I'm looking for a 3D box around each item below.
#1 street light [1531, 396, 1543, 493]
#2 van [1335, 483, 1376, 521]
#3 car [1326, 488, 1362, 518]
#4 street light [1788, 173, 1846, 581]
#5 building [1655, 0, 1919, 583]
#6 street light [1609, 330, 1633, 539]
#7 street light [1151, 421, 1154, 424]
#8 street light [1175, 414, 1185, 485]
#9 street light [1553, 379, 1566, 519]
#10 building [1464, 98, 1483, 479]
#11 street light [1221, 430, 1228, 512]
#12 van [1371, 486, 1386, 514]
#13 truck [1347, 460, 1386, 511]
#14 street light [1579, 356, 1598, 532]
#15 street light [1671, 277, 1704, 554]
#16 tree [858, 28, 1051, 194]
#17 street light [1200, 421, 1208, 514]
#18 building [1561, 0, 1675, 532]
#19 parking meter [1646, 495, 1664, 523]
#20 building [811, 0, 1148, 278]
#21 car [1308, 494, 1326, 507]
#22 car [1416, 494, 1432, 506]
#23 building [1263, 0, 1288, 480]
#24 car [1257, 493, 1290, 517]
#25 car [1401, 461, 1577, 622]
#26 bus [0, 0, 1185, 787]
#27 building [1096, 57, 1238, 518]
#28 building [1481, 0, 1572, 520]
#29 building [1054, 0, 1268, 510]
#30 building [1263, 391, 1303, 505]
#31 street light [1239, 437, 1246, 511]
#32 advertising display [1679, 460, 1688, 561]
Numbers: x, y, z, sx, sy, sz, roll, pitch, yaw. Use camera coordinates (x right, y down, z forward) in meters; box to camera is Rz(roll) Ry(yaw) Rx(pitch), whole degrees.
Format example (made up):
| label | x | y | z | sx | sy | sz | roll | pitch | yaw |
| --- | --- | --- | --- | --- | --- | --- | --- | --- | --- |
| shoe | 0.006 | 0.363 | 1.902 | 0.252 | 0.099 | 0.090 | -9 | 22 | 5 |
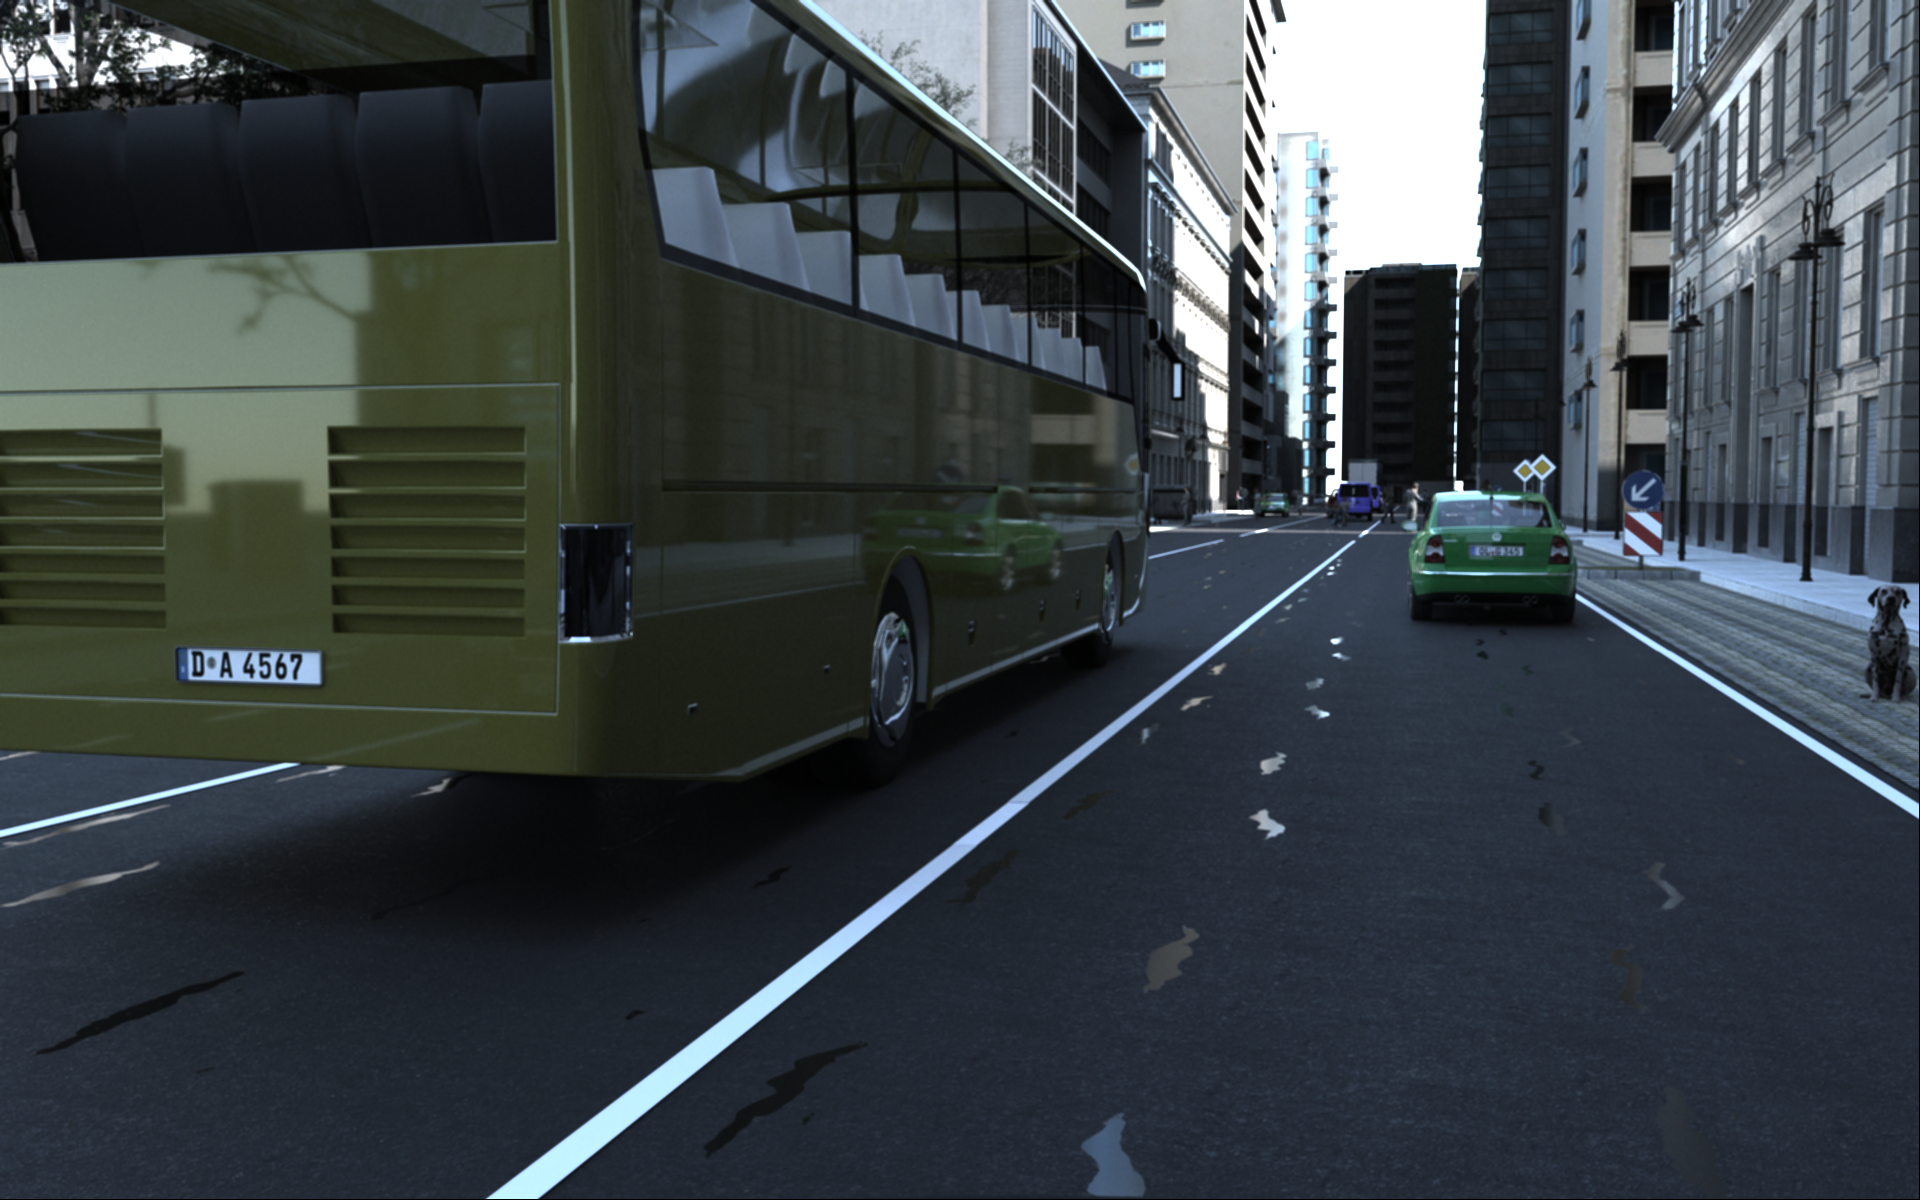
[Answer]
| label | x | y | z | sx | sy | sz | roll | pitch | yaw |
| --- | --- | --- | --- | --- | --- | --- | --- | --- | --- |
| street light | 27.220 | -6.671 | 81.858 | 0.468 | 5.910 | 1.993 | 1 | 4 | 15 |
| van | 21.362 | -5.461 | 93.665 | 2.240 | 2.365 | 5.245 | 1 | 4 | 13 |
| car | 23.217 | -5.858 | 104.456 | 2.281 | 1.827 | 5.304 | 1 | 4 | 14 |
| street light | 12.472 | -3.215 | 25.352 | 0.468 | 5.910 | 1.993 | 1 | 4 | 15 |
| building | 21.957 | -14.504 | 34.402 | 12.463 | 27.353 | 25.104 | 1 | 4 | 15 |
| street light | 18.591 | -4.651 | 48.834 | 0.468 | 5.910 | 1.993 | 1 | 4 | 15 |
| street light | 9.308 | -6.942 | 86.283 | 0.468 | 5.910 | 1.993 | 1 | 4 | 15 |
| street light | 12.483 | -7.679 | 98.336 | 0.468 | 5.910 | 1.993 | 1 | 4 | 15 |
| street light | 24.094 | -5.930 | 69.739 | 0.468 | 5.910 | 1.993 | 1 | 4 | 15 |
| building | 66.851 | -34.588 | 185.117 | 23.786 | 49.044 | 30.456 | 1 | 4 | 15 |
| street light | 18.701 | -9.144 | 122.290 | 0.468 | 5.910 | 1.993 | 1 | 4 | 15 |
| van | 30.173 | -7.540 | 127.667 | 2.240 | 2.365 | 5.245 | 1 | 4 | 16 |
| truck | 34.443 | -9.652 | 146.722 | 2.839 | 4.237 | 11.283 | 1 | 4 | 16 |
| street light | 20.957 | -5.205 | 57.886 | 0.468 | 5.910 | 1.993 | 1 | 4 | 15 |
| street light | 15.531 | -3.933 | 37.093 | 0.468 | 5.910 | 1.993 | 1 | 4 | 15 |
| tree | -1.648 | -8.288 | 45.878 | 12.009 | 13.543 | 11.850 | 0 | 3 | 0 |
| street light | 15.481 | -8.405 | 110.202 | 0.468 | 5.910 | 1.993 | 1 | 4 | 15 |
| building | 34.740 | -27.033 | 65.698 | 21.600 | 48.544 | 21.300 | 1 | 4 | 15 |
| parking meter | 15.843 | -1.901 | 39.487 | 0.372 | 1.533 | 0.369 | 0 | 3 | 0 |
| building | -0.807 | -15.850 | 78.213 | 14.314 | 24.678 | 30.058 | 1 | 4 | 15 |
| car | 41.040 | -11.437 | 198.989 | 2.014 | 1.417 | 4.499 | 1 | 4 | 16 |
| car | 47.880 | -10.219 | 178.874 | 2.131 | 1.459 | 4.920 | 1 | 4 | 17 |
| building | 16.867 | -35.638 | 171.917 | 28.713 | 52.752 | 27.495 | 1 | 4 | 15 |
| car | 19.692 | -6.114 | 108.766 | 1.959 | 1.807 | 4.718 | 1 | 4 | 14 |
| car | 6.326 | -0.738 | 20.857 | 1.959 | 1.807 | 4.718 | 1 | 4 | 14 |
| bus | -0.745 | -1.218 | 11.461 | 2.896 | 3.916 | 12.252 | 1 | 4 | 15 |
| building | 7.765 | -20.653 | 114.087 | 17.030 | 29.872 | 44.131 | 1 | 4 | 15 |
| building | 34.831 | -19.572 | 91.704 | 14.160 | 30.474 | 14.107 | 1 | 4 | 15 |
| building | 14.363 | -32.029 | 147.371 | 21.300 | 48.544 | 21.600 | 1 | 4 | 15 |
| building | 23.456 | -54.243 | 199.544 | 31.000 | 86.520 | 22.319 | 1 | 4 | 15 |
| street light | 21.800 | -9.861 | 134.021 | 0.468 | 5.910 | 1.993 | 1 | 4 | 15 |
| advertising display | 13.988 | -1.731 | 33.510 | 0.123 | 1.923 | 0.974 | 1 | 4 | 23 |
